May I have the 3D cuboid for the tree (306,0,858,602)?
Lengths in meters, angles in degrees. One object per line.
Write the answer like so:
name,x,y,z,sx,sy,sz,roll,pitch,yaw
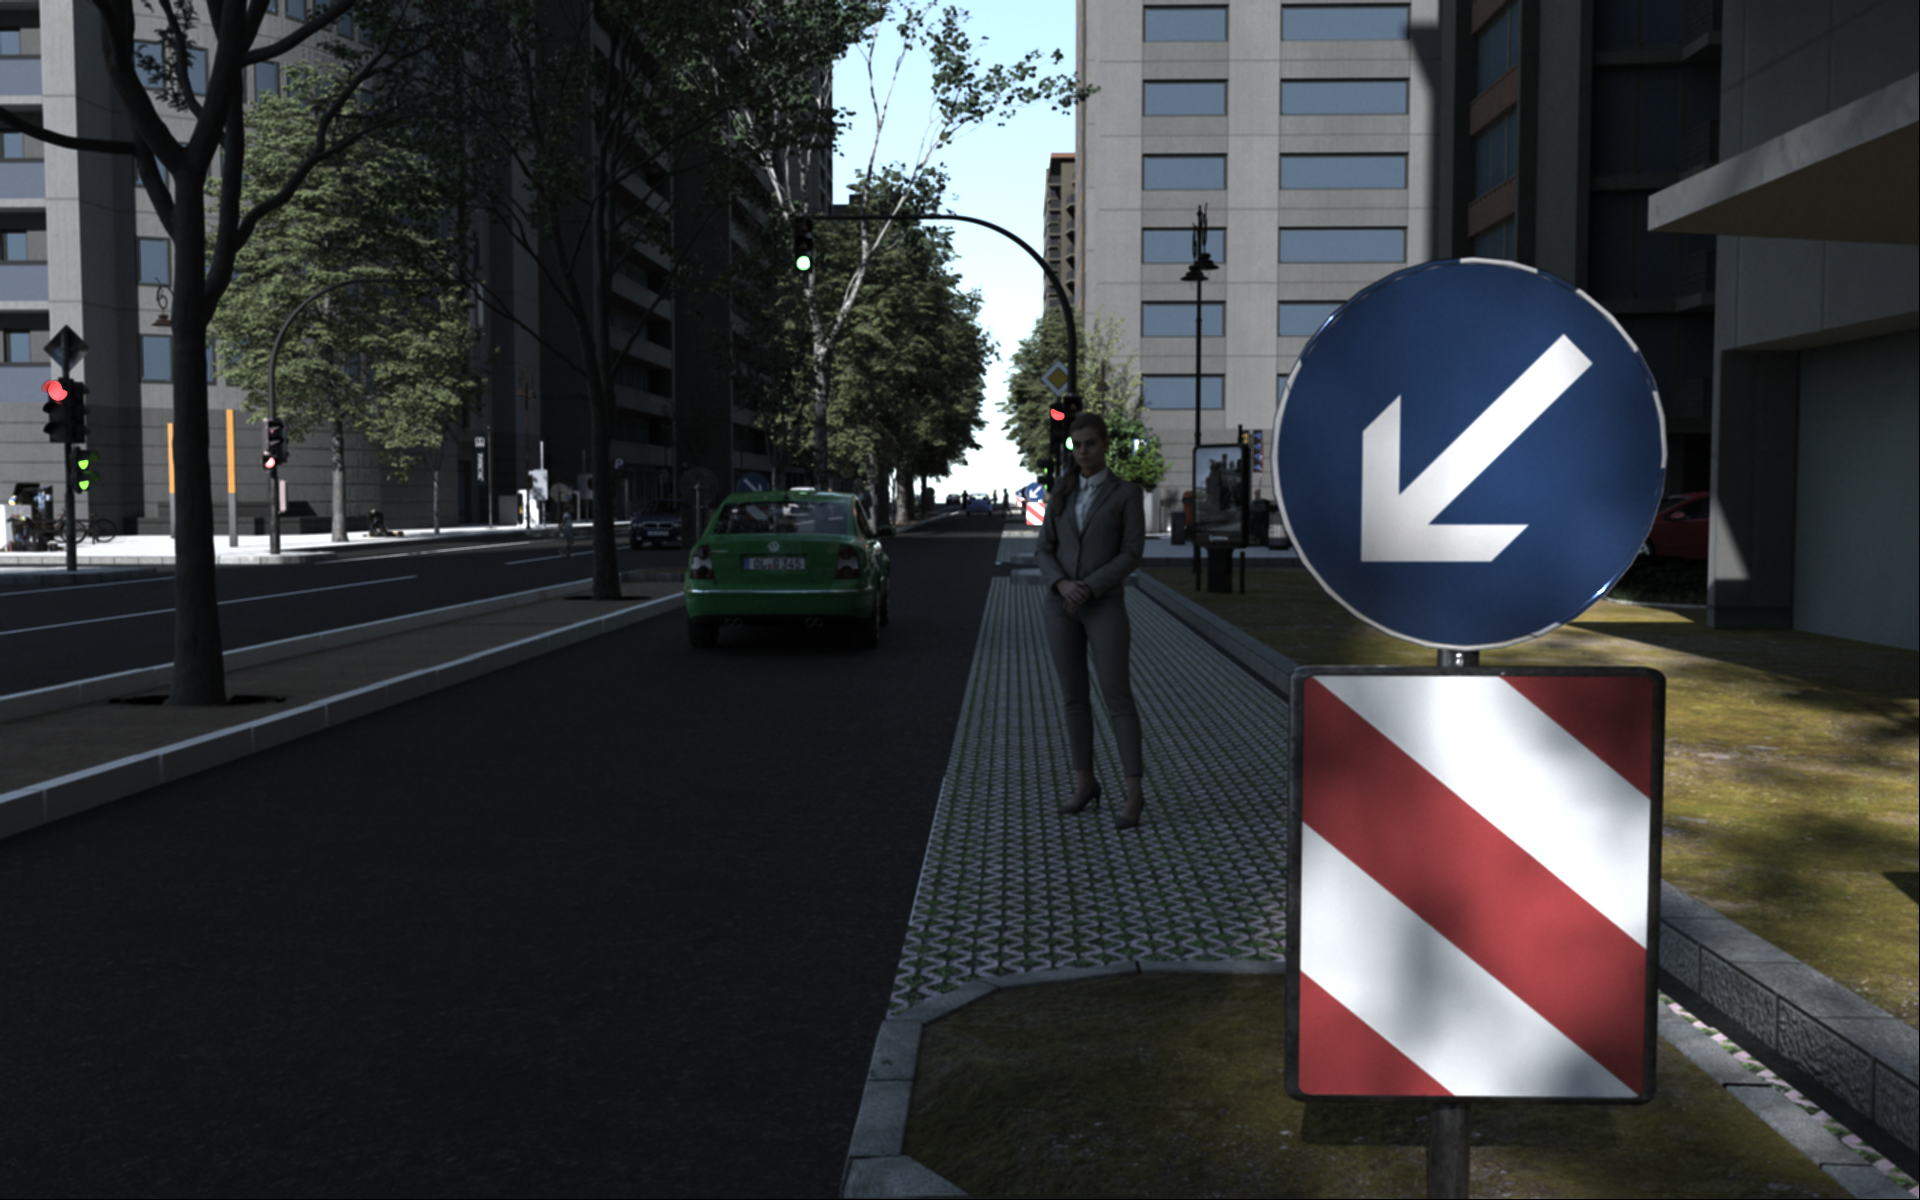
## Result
tree,-4.876,-5.807,23.160,9.928,11.665,9.643,0,3,0

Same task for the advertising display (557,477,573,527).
advertising display,-15.439,-3.827,67.777,0.123,1.923,0.974,1,4,18

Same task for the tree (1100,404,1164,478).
tree,5.805,-4.875,63.416,4.285,4.588,4.351,0,3,0

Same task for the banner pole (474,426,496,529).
banner pole,-17.510,-4.510,63.755,0.401,3.779,0.863,3,5,44

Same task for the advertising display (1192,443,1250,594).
advertising display,3.377,-1.055,22.461,0.123,1.923,0.974,-2,4,-33

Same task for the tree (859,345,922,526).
tree,-2.992,-7.597,77.032,4.737,8.622,4.395,0,3,0

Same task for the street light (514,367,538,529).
street light,-15.730,-5.514,62.941,0.468,5.910,1.993,0,4,2

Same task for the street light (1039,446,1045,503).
street light,7.865,-11.548,161.594,0.468,5.910,1.993,0,4,2

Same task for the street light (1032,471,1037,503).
street light,9.661,-15.059,218.995,0.468,5.910,1.993,0,4,2

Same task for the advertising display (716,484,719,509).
advertising display,-15.502,-6.455,110.760,0.123,1.923,0.974,0,4,-6

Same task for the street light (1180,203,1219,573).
street light,3.836,-3.369,27.878,0.468,5.910,1.993,0,4,2

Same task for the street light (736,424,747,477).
street light,-14.321,-8.612,113.593,0.468,5.910,1.993,0,4,2

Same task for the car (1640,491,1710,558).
car,13.748,-1.442,32.611,4.494,1.783,2.155,0,4,3

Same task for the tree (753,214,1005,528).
tree,-3.069,-9.103,68.300,9.611,12.733,9.660,0,3,0

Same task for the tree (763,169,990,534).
tree,-3.016,-8.507,59.667,7.486,12.596,7.792,0,3,0

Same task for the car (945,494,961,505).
car,-0.840,-13.250,225.672,2.155,1.783,4.494,0,4,4

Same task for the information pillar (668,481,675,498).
information pillar,-16.100,-5.643,96.756,0.304,2.012,0.304,0,4,5

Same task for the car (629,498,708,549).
car,-7.645,-2.056,46.193,1.945,1.354,3.894,0,4,2

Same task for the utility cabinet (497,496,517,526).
utility cabinet,-18.248,-3.621,70.372,1.020,1.237,0.306,-2,4,-26

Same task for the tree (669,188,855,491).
tree,-4.322,-5.356,40.398,4.360,8.622,3.978,0,3,0

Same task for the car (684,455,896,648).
car,-1.648,-0.535,17.541,1.959,1.807,4.718,0,3,0

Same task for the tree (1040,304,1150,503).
tree,5.230,-7.211,68.259,4.737,8.622,4.395,0,3,0

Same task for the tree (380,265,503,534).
tree,-16.832,-6.437,55.601,4.737,8.622,4.395,0,3,0

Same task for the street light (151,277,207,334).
street light,-16.652,-3.932,37.071,0.468,5.910,1.993,0,4,2

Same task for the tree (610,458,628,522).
tree,-16.347,-5.190,79.458,1.663,3.219,1.824,0,3,0

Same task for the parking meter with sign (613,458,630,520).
parking meter with sign,-16.528,-5.420,84.878,0.543,3.016,1.738,0,3,0

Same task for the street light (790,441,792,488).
street light,-13.558,-10.170,139.062,0.468,5.910,1.993,0,4,2

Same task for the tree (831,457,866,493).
tree,-12.131,-15.540,188.484,8.767,10.594,7.601,0,3,0

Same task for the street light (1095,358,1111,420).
street light,4.850,-5.267,58.899,0.468,5.910,1.993,0,4,2

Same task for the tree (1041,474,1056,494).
tree,7.525,-9.083,143.114,1.663,3.219,1.824,0,3,0

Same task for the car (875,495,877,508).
car,-7.789,-9.014,159.746,2.083,1.381,4.827,0,4,4

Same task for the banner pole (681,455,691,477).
banner pole,-17.620,-7.459,111.970,0.863,3.779,0.401,1,4,10

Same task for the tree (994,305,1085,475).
tree,5.775,-11.388,104.325,7.486,12.596,7.792,0,3,0

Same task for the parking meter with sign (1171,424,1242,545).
parking meter with sign,6.199,-2.898,43.635,1.738,3.016,0.543,0,4,5

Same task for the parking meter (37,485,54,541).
parking meter,-24.988,-2.380,47.328,0.372,1.533,0.369,0,3,0

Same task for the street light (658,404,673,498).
street light,-15.085,-7.100,88.865,0.468,5.910,1.993,0,4,2

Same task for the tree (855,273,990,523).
tree,-2.703,-11.320,94.189,9.857,13.997,8.962,0,3,0

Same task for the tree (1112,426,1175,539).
tree,5.190,-3.368,49.668,1.663,3.219,1.824,0,3,0

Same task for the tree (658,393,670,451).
tree,-15.021,-9.135,99.721,4.360,8.622,3.978,0,3,0

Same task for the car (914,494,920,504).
car,-6.001,-13.347,228.006,2.009,1.686,4.222,0,4,0

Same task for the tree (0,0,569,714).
tree,-5.226,-6.039,11.558,12.009,13.543,11.850,0,3,0

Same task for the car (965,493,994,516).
car,1.271,-6.419,114.539,1.945,1.707,3.694,0,4,1

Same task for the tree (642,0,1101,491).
tree,-2.805,-11.635,48.574,12.611,20.169,13.585,0,3,0

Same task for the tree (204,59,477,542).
tree,-17.116,-7.835,46.230,7.486,12.596,7.792,0,3,0

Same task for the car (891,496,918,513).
car,-4.103,-7.349,130.376,2.015,1.641,3.980,0,4,3

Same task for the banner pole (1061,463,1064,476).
banner pole,5.342,-6.165,90.822,0.401,3.779,0.863,-1,4,-10

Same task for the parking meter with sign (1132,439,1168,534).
parking meter with sign,6.122,-3.619,55.424,0.543,3.016,1.738,2,4,30

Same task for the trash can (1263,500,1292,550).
trash can,7.329,-1.721,39.795,0.748,1.137,0.748,0,3,0

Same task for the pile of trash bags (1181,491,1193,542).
pile of trash bags,6.803,-2.257,46.659,1.912,1.369,3.447,2,4,30
